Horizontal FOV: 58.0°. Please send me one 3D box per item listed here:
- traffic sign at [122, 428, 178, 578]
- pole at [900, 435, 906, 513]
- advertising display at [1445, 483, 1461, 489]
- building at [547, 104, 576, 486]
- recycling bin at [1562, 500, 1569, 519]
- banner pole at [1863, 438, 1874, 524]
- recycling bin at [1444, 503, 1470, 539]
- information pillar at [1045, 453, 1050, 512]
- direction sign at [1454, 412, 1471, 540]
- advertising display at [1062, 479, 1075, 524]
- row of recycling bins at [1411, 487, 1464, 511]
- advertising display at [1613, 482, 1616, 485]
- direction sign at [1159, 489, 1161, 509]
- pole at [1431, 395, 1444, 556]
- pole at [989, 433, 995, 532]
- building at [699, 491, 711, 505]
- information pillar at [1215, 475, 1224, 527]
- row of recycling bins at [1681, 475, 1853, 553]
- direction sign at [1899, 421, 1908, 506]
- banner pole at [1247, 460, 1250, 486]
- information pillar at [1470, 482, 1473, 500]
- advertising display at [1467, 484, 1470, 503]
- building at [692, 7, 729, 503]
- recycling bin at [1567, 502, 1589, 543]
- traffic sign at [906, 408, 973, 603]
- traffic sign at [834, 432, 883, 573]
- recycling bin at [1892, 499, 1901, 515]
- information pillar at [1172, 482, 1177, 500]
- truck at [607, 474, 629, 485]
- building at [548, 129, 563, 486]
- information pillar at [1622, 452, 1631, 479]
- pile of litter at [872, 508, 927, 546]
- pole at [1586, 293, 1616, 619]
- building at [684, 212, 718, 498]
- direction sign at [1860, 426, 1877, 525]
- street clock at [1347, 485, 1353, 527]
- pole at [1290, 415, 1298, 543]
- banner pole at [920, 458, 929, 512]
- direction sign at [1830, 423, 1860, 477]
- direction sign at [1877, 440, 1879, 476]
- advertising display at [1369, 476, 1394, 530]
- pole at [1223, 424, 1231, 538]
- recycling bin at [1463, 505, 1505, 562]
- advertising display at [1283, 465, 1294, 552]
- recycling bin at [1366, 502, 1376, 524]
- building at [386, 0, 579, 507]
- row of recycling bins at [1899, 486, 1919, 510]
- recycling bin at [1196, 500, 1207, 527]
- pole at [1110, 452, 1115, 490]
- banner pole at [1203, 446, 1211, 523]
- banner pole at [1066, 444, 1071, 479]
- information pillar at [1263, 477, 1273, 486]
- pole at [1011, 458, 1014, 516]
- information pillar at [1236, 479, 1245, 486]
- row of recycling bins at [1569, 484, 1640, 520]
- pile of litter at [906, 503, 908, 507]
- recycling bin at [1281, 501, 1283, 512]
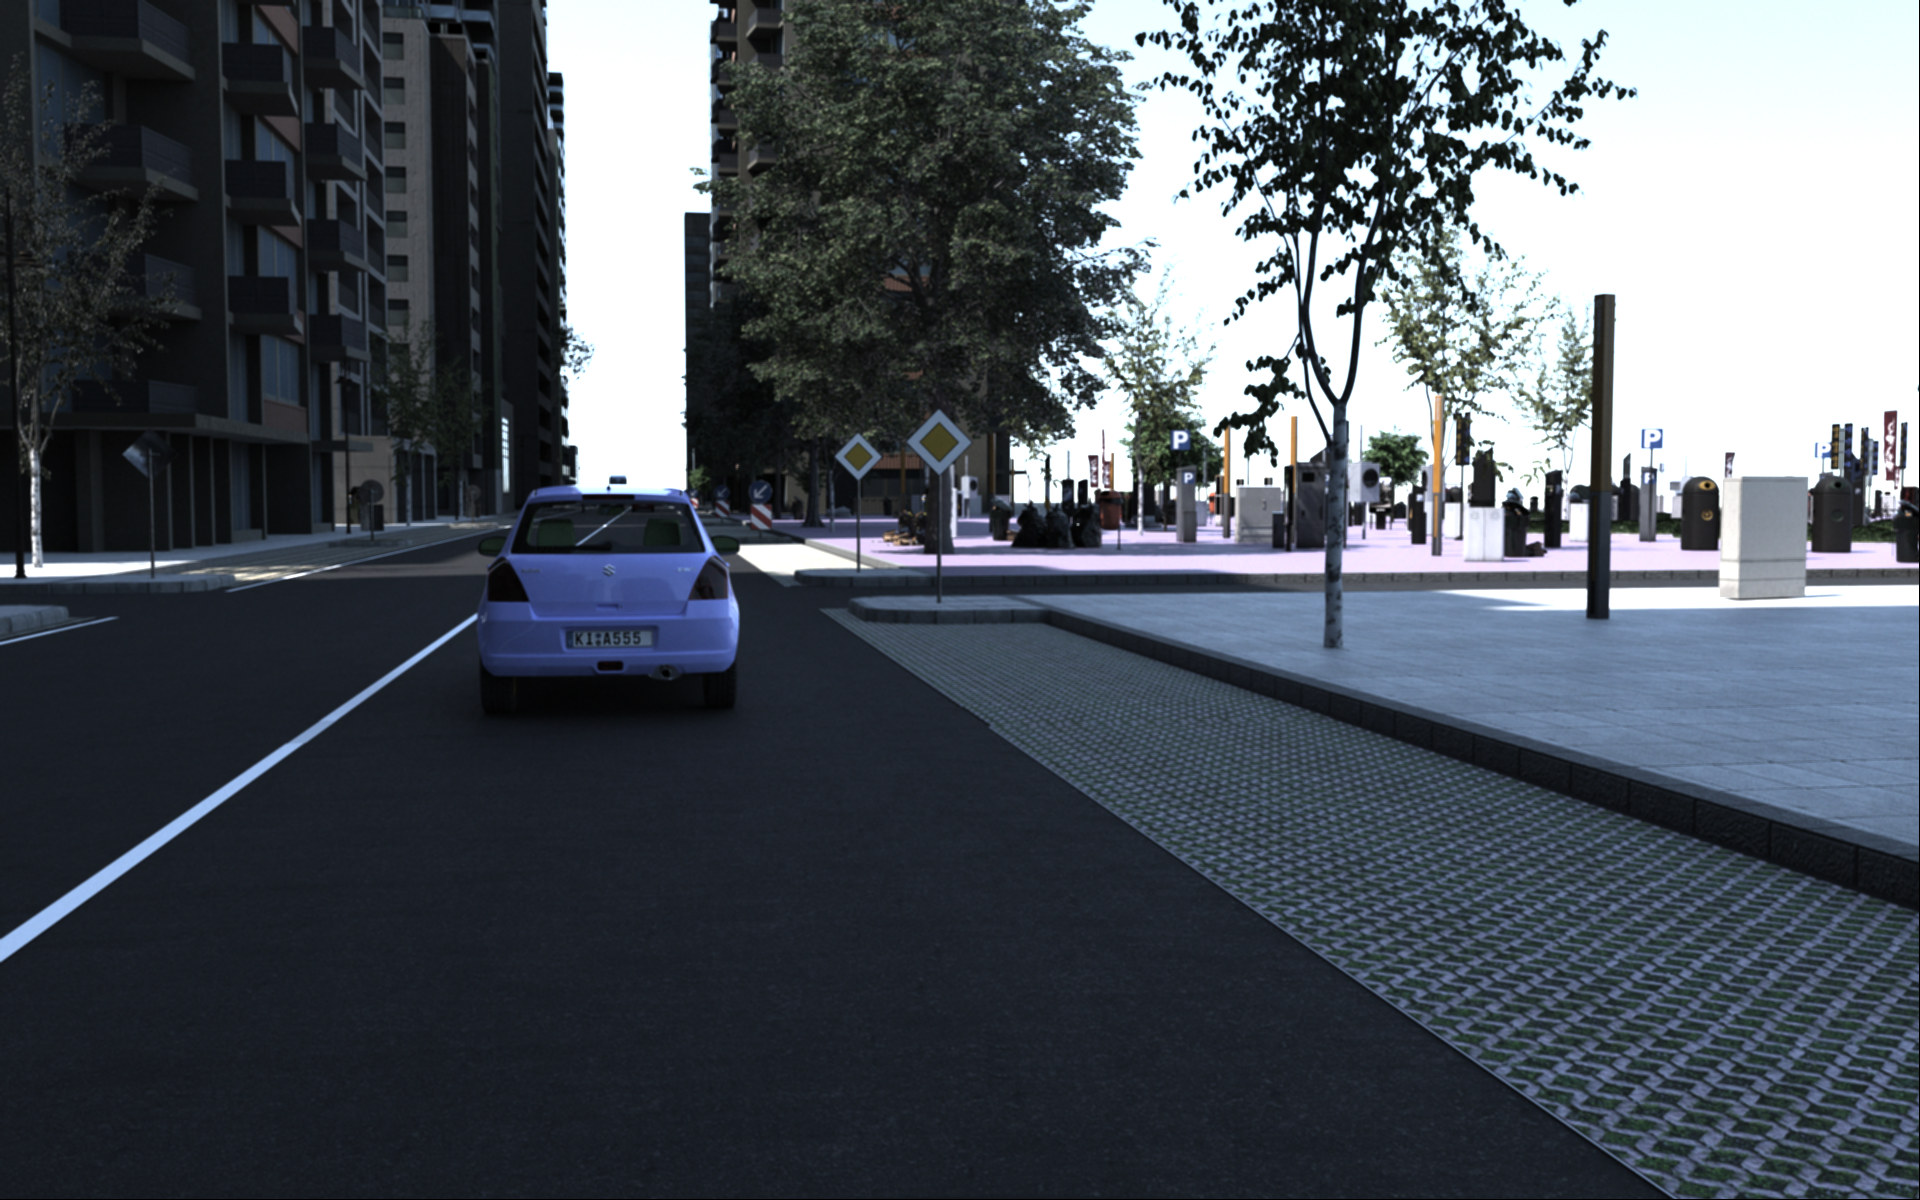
[{"bbox_3d":[-12.285,-1.387,26.313,0.795,2.450,0.064,-1,4,-10],"label":"traffic sign"},{"bbox_3d":[-1.968,-4.029,59.711,0.158,3.312,0.155,0,3,0],"label":"pole"},{"bbox_3d":[28.406,-5.775,99.634,0.974,1.923,0.123,1,4,23],"label":"advertising display"},{"bbox_3d":[-58.979,-35.999,208.192,23.786,49.044,30.456,-1,4,-10],"label":"building"},{"bbox_3d":[27.457,-4.000,77.957,0.722,1.027,0.722,2,4,30],"label":"recycling bin"},{"bbox_3d":[35.523,-4.754,67.738,0.863,3.779,0.401,-3,5,-40],"label":"banner pole"},{"bbox_3d":[14.267,-2.252,49.374,0.722,1.027,0.722,2,4,33],"label":"recycling bin"},{"bbox_3d":[4.992,-6.560,98.612,0.183,3.616,0.504,-2,4,-30],"label":"information pillar"},{"bbox_3d":[13.909,-3.423,47.959,0.379,3.537,0.876,-1,4,-9],"label":"direction sign"},{"bbox_3d":[4.624,-4.216,74.138,0.123,1.923,0.974,-2,4,-24],"label":"advertising display"},{"bbox_3d":[26.226,-5.402,95.443,3.534,1.692,1.069,-2,4,-27],"label":"row of recycling bins"},{"bbox_3d":[33.850,-5.233,90.775,0.974,1.923,0.123,3,5,40],"label":"advertising display"},{"bbox_3d":[8.481,-4.981,73.443,0.876,3.537,0.379,0,4,-2],"label":"direction sign"},{"bbox_3d":[9.884,-2.567,35.820,0.158,3.312,0.155,0,3,0],"label":"pole"},{"bbox_3d":[1.086,-3.923,57.982,0.158,3.312,0.155,0,3,0],"label":"pole"},{"bbox_3d":[-14.795,-31.447,206.042,32.217,40.220,23.993,-1,4,-10],"label":"building"},{"bbox_3d":[10.273,-3.902,68.295,0.304,2.012,0.304,-3,5,-43],"label":"information pillar"},{"bbox_3d":[18.017,-1.937,38.782,3.534,1.692,1.069,2,4,33],"label":"row of recycling bins"},{"bbox_3d":[29.581,-3.814,54.357,0.379,3.537,0.876,1,4,17],"label":"direction sign"},{"bbox_3d":[14.062,-5.775,84.431,0.401,3.779,0.863,1,4,20],"label":"banner pole"},{"bbox_3d":[31.521,-6.240,106.520,0.304,2.012,0.304,1,4,13],"label":"information pillar"},{"bbox_3d":[32.983,-6.462,110.865,0.974,1.923,0.123,2,4,24],"label":"advertising display"},{"bbox_3d":[-24.340,-56.159,230.870,22.319,86.520,31.000,-1,4,-10],"label":"building"},{"bbox_3d":[16.745,-2.053,46.123,0.722,1.027,0.722,-1,4,-15],"label":"recycling bin"},{"bbox_3d":[-0.248,-1.020,20.328,0.795,2.450,0.064,-1,4,-10],"label":"traffic sign"},{"bbox_3d":[-1.656,-1.501,28.188,0.795,2.450,0.064,-1,4,-10],"label":"traffic sign"},{"bbox_3d":[48.092,-4.638,88.377,0.722,1.027,0.722,0,4,5],"label":"recycling bin"},{"bbox_3d":[11.813,-6.322,94.719,0.504,3.616,0.183,1,4,14],"label":"information pillar"},{"bbox_3d":[-47.900,-15.471,242.703,2.967,4.110,18.799,-1,4,-11],"label":"truck"},{"bbox_3d":[-50.760,-30.809,187.316,14.154,41.232,14.086,-1,4,-10],"label":"building"},{"bbox_3d":[36.790,-6.375,95.580,0.504,3.616,0.183,-1,4,-17],"label":"information pillar"},{"bbox_3d":[-1.222,-1.808,43.528,1.719,0.858,1.176,-3,5,-43],"label":"pile of litter"},{"bbox_3d":[6.574,-1.462,17.755,0.158,3.312,0.155,0,3,0],"label":"pole"},{"bbox_3d":[-33.171,-34.859,253.535,14.154,41.232,14.086,-1,4,-10],"label":"building"},{"bbox_3d":[30.458,-4.061,58.396,0.379,3.537,0.876,1,4,13],"label":"direction sign"},{"bbox_3d":[15.348,-3.886,68.109,0.358,2.002,0.471,0,4,0],"label":"street clock"},{"bbox_3d":[8.676,-3.132,45.044,0.158,3.312,0.155,0,3,0],"label":"pole"},{"bbox_3d":[-1.860,-6.212,91.576,0.863,3.779,0.401,-2,4,-26],"label":"banner pole"},{"bbox_3d":[28.176,-3.878,55.408,0.379,3.537,0.876,-1,4,-16],"label":"direction sign"},{"bbox_3d":[38.637,-4.988,73.550,0.379,3.537,0.876,-1,4,-14],"label":"direction sign"},{"bbox_3d":[15.138,-3.489,62.253,0.123,1.923,0.974,-3,5,-41],"label":"advertising display"},{"bbox_3d":[7.725,-3.440,50.082,0.158,3.312,0.155,0,3,0],"label":"pole"},{"bbox_3d":[9.958,-1.247,32.938,0.722,1.027,0.722,1,4,14],"label":"recycling bin"},{"bbox_3d":[7.385,-2.064,38.957,0.123,1.923,0.974,0,4,5],"label":"advertising display"},{"bbox_3d":[17.944,-3.817,74.958,0.722,1.027,0.722,2,4,26],"label":"recycling bin"},{"bbox_3d":[-63.928,-56.554,237.322,22.319,86.520,31.000,-1,4,-10],"label":"building"},{"bbox_3d":[50.069,-5.147,91.264,1.069,1.692,3.534,2,4,24],"label":"row of recycling bins"},{"bbox_3d":[9.307,-3.434,68.701,0.722,1.027,0.722,-2,4,-32],"label":"recycling bin"},{"bbox_3d":[7.417,-5.535,84.335,0.158,3.312,0.155,0,3,0],"label":"pole"},{"bbox_3d":[10.929,-5.329,77.144,0.401,3.779,0.863,2,4,24],"label":"banner pole"},{"bbox_3d":[5.477,-5.956,87.405,0.401,3.779,0.863,1,4,19],"label":"banner pole"},{"bbox_3d":[13.188,-4.258,74.116,0.304,2.012,0.304,-3,5,-44],"label":"information pillar"},{"bbox_3d":[3.012,-6.437,99.087,0.158,3.312,0.155,0,3,0],"label":"pole"},{"bbox_3d":[13.225,-4.729,81.810,0.304,2.012,0.304,-3,5,-42],"label":"information pillar"},{"bbox_3d":[26.199,-3.876,70.488,1.069,1.692,3.534,-2,4,-25],"label":"row of recycling bins"},{"bbox_3d":[-3.169,-4.927,94.516,1.719,0.858,1.176,-1,4,-10],"label":"pile of litter"},{"bbox_3d":[11.763,-3.185,64.636,0.722,1.027,0.722,-3,5,-43],"label":"recycling bin"}]
